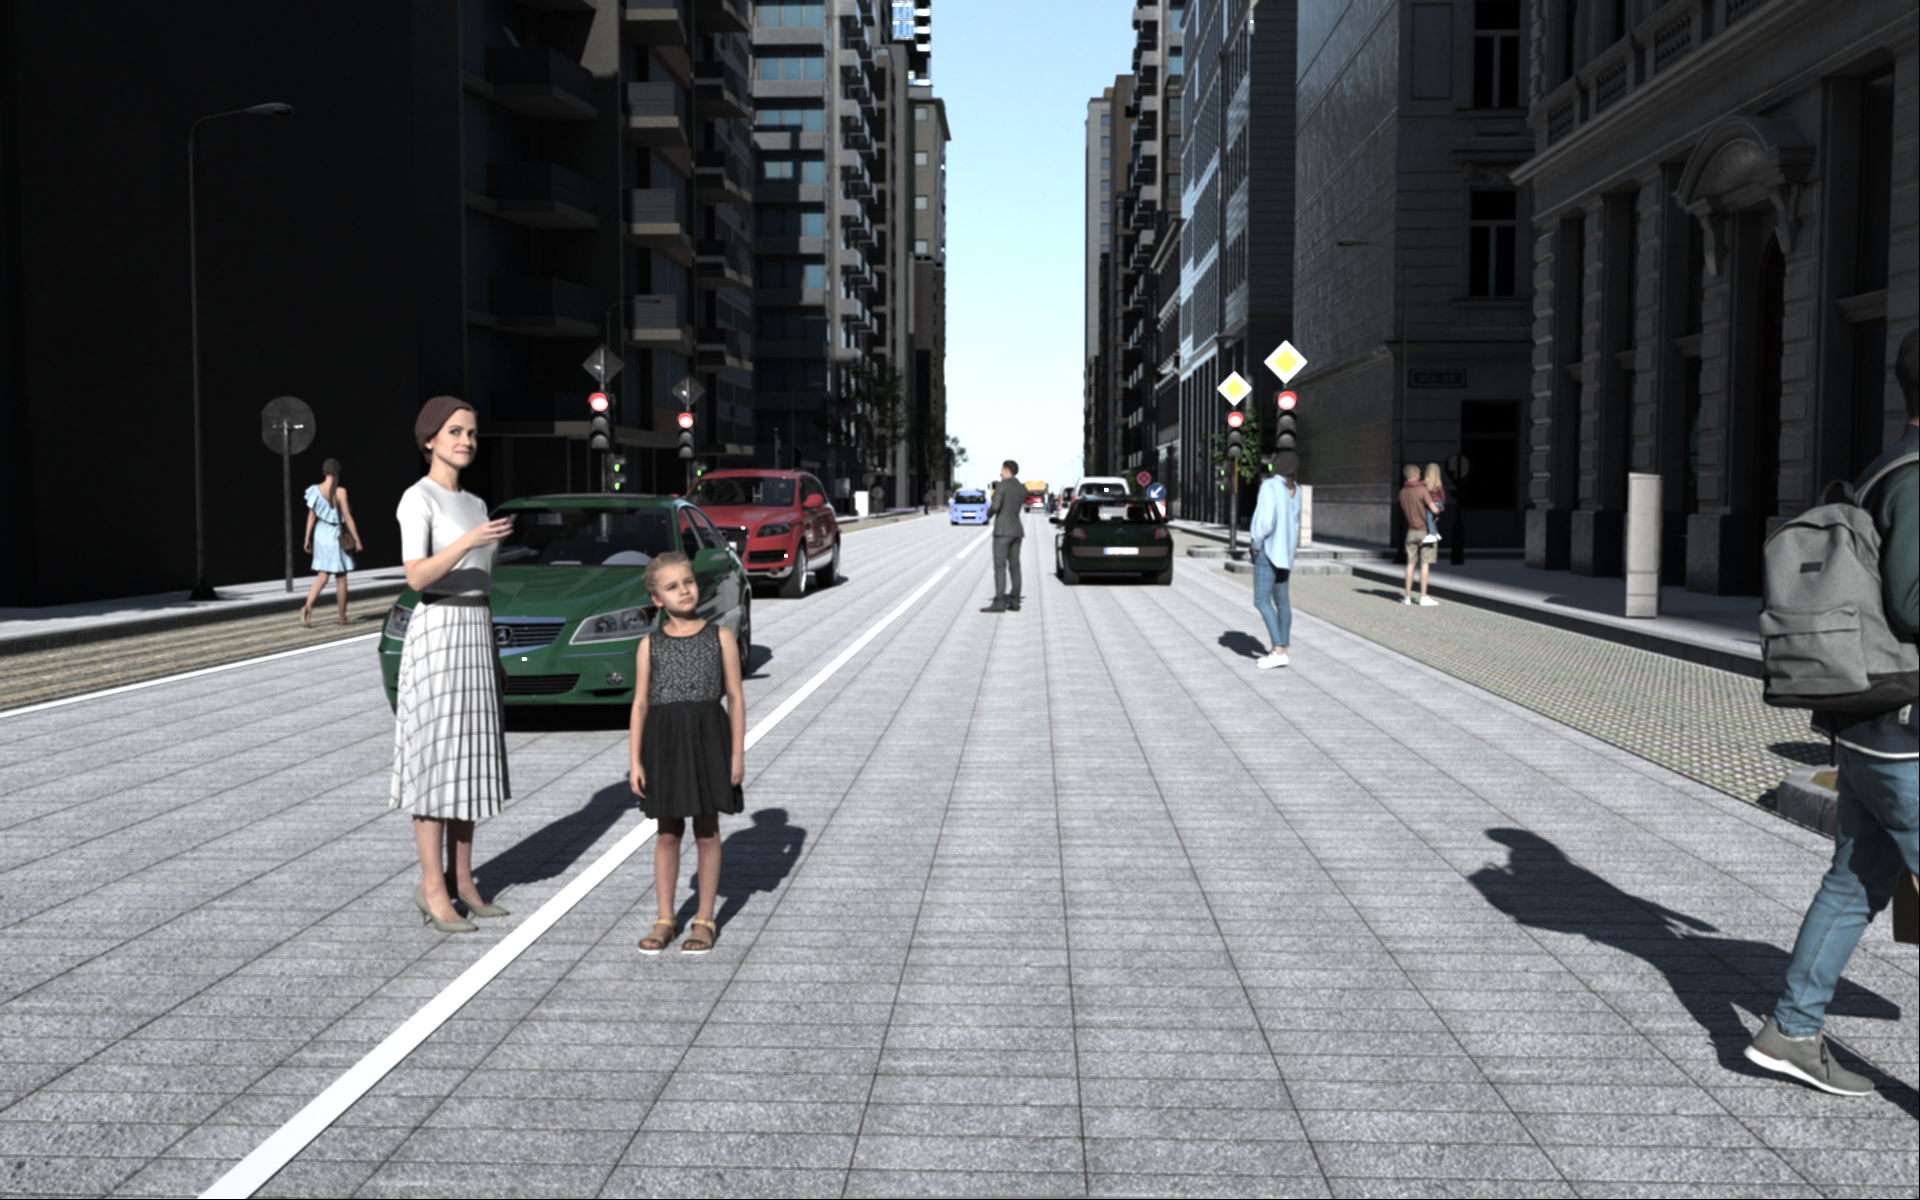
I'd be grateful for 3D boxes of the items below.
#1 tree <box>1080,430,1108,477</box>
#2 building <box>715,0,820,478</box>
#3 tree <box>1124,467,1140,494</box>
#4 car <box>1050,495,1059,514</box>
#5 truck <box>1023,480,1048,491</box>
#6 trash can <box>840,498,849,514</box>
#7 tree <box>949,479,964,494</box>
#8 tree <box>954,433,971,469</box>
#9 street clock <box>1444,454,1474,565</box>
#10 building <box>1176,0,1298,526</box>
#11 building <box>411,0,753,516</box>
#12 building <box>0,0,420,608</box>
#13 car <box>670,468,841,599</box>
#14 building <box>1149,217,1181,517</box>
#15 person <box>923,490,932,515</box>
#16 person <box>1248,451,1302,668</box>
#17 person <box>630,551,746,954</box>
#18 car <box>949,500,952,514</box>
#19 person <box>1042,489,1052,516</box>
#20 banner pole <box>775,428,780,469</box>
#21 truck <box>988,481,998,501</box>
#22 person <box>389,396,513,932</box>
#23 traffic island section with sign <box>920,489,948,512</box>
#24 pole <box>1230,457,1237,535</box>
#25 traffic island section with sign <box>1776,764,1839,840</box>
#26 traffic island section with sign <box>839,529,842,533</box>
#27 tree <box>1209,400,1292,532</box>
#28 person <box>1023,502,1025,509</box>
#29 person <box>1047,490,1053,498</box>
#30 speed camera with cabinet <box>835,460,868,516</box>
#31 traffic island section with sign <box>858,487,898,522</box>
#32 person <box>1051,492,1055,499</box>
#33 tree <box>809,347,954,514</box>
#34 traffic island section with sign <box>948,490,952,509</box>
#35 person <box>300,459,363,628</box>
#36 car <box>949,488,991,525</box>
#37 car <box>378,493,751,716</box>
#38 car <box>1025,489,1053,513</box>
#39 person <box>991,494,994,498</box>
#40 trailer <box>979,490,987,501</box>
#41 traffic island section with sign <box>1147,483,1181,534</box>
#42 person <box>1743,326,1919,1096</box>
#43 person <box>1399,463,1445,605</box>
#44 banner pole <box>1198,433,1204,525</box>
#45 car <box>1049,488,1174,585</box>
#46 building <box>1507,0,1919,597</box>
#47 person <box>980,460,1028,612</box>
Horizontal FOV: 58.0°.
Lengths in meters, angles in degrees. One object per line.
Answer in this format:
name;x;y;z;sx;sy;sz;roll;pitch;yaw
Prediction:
tree;15.890;-15.231;199.385;4.360;8.622;3.978;0;3;0
building;-24.030;-24.313;89.406;32.217;40.220;23.993;0;4;2
tree;12.075;-7.782;121.832;1.663;3.219;1.824;0;3;0
car;7.435;-6.991;126.876;1.945;1.354;3.894;0;4;4
truck;10.215;-14.647;235.401;3.469;3.379;9.791;0;4;3
trash can;-7.569;-6.215;113.262;0.748;1.137;0.748;0;3;0
tree;-0.494;-14.121;225.480;1.663;3.219;1.824;0;3;0
tree;-3.028;-15.605;189.559;8.767;10.594;7.601;-1;4;-9
street clock;9.029;-1.640;31.386;0.471;2.002;0.358;3;4;36
building;16.709;-18.422;78.700;11.434;29.767;29.804;0;4;2
building;-18.838;-24.467;54.656;22.147;44.769;28.867;0;4;2
building;-18.037;-11.963;25.271;15.834;23.373;12.332;0;4;2
car;-3.029;-1.025;25.426;2.281;1.827;5.304;0;4;4
building;17.271;-14.653;104.208;10.561;19.102;19.286;0;4;2
person;-2.277;-6.825;120.808;0.721;1.735;1.217;-2;4;-27
person;2.655;-0.351;14.497;0.793;1.790;0.793;1;4;9
person;-0.857;0.472;5.454;0.362;1.253;0.373;0;4;4
car;0.237;-6.899;125.164;2.083;1.381;4.827;0;4;2
person;5.657;-6.381;113.175;0.623;1.781;0.721;0;4;-5
banner pole;-6.937;-4.648;66.016;0.401;3.779;0.863;1;4;8
truck;5.945;-15.794;254.149;3.469;3.379;9.791;0;4;3
person;-1.614;0.205;5.725;0.524;1.755;0.480;1;4;16
traffic island section with sign;-2.203;-7.993;139.316;1.989;1.847;2.006;0;4;2
pole;8.556;-3.686;54.113;0.158;3.312;0.155;0;3;0
traffic island section with sign;4.619;0.087;7.212;1.989;1.847;2.006;0;4;2
traffic island section with sign;-5.372;-3.342;63.276;1.989;1.847;2.006;0;4;2
tree;10.293;-4.611;59.097;4.285;4.588;4.351;0;3;0
person;6.302;-9.639;166.227;1.348;1.807;0.705;-1;4;-11
person;7.967;-9.238;159.177;1.348;1.869;0.705;1;4;11
speed camera with cabinet;-6.365;-6.573;101.811;2.038;3.252;0.660;-3;5;-41
traffic island section with sign;-4.249;-4.990;90.208;1.989;1.847;2.006;0;4;2
person;13.941;-15.518;262.245;1.348;1.821;0.705;-1;4;-15
tree;-5.990;-10.774;110.566;8.767;10.594;7.601;1;4;21
traffic island section with sign;-1.058;-9.676;166.833;1.989;1.847;2.006;0;4;2
person;-6.737;-0.611;18.586;0.616;1.811;0.778;1;4;18
car;0.482;-4.323;80.267;1.945;1.707;3.694;0;4;3
car;-2.609;-0.033;12.341;2.131;1.459;4.920;0;4;1
car;6.113;-7.739;135.208;2.281;1.827;5.304;0;4;4
person;4.633;-13.497;229.892;1.217;1.735;0.721;3;5;41
trailer;3.333;-15.847;266.148;1.471;1.999;3.904;0;4;3
traffic island section with sign;6.928;-3.300;62.582;1.989;1.847;2.006;0;4;2
person;2.208;0.276;3.975;0.713;1.824;0.794;2;4;34
person;5.967;-0.848;22.340;0.580;1.828;0.573;0;4;6
banner pole;9.918;-4.973;71.330;0.401;3.779;0.863;-1;4;-9
car;2.496;-1.148;28.563;2.009;1.686;4.222;0;4;1
building;14.274;-11.699;20.159;11.050;23.489;19.941;0;4;2
person;0.513;-0.787;21.172;0.447;1.846;0.655;3;5;42
